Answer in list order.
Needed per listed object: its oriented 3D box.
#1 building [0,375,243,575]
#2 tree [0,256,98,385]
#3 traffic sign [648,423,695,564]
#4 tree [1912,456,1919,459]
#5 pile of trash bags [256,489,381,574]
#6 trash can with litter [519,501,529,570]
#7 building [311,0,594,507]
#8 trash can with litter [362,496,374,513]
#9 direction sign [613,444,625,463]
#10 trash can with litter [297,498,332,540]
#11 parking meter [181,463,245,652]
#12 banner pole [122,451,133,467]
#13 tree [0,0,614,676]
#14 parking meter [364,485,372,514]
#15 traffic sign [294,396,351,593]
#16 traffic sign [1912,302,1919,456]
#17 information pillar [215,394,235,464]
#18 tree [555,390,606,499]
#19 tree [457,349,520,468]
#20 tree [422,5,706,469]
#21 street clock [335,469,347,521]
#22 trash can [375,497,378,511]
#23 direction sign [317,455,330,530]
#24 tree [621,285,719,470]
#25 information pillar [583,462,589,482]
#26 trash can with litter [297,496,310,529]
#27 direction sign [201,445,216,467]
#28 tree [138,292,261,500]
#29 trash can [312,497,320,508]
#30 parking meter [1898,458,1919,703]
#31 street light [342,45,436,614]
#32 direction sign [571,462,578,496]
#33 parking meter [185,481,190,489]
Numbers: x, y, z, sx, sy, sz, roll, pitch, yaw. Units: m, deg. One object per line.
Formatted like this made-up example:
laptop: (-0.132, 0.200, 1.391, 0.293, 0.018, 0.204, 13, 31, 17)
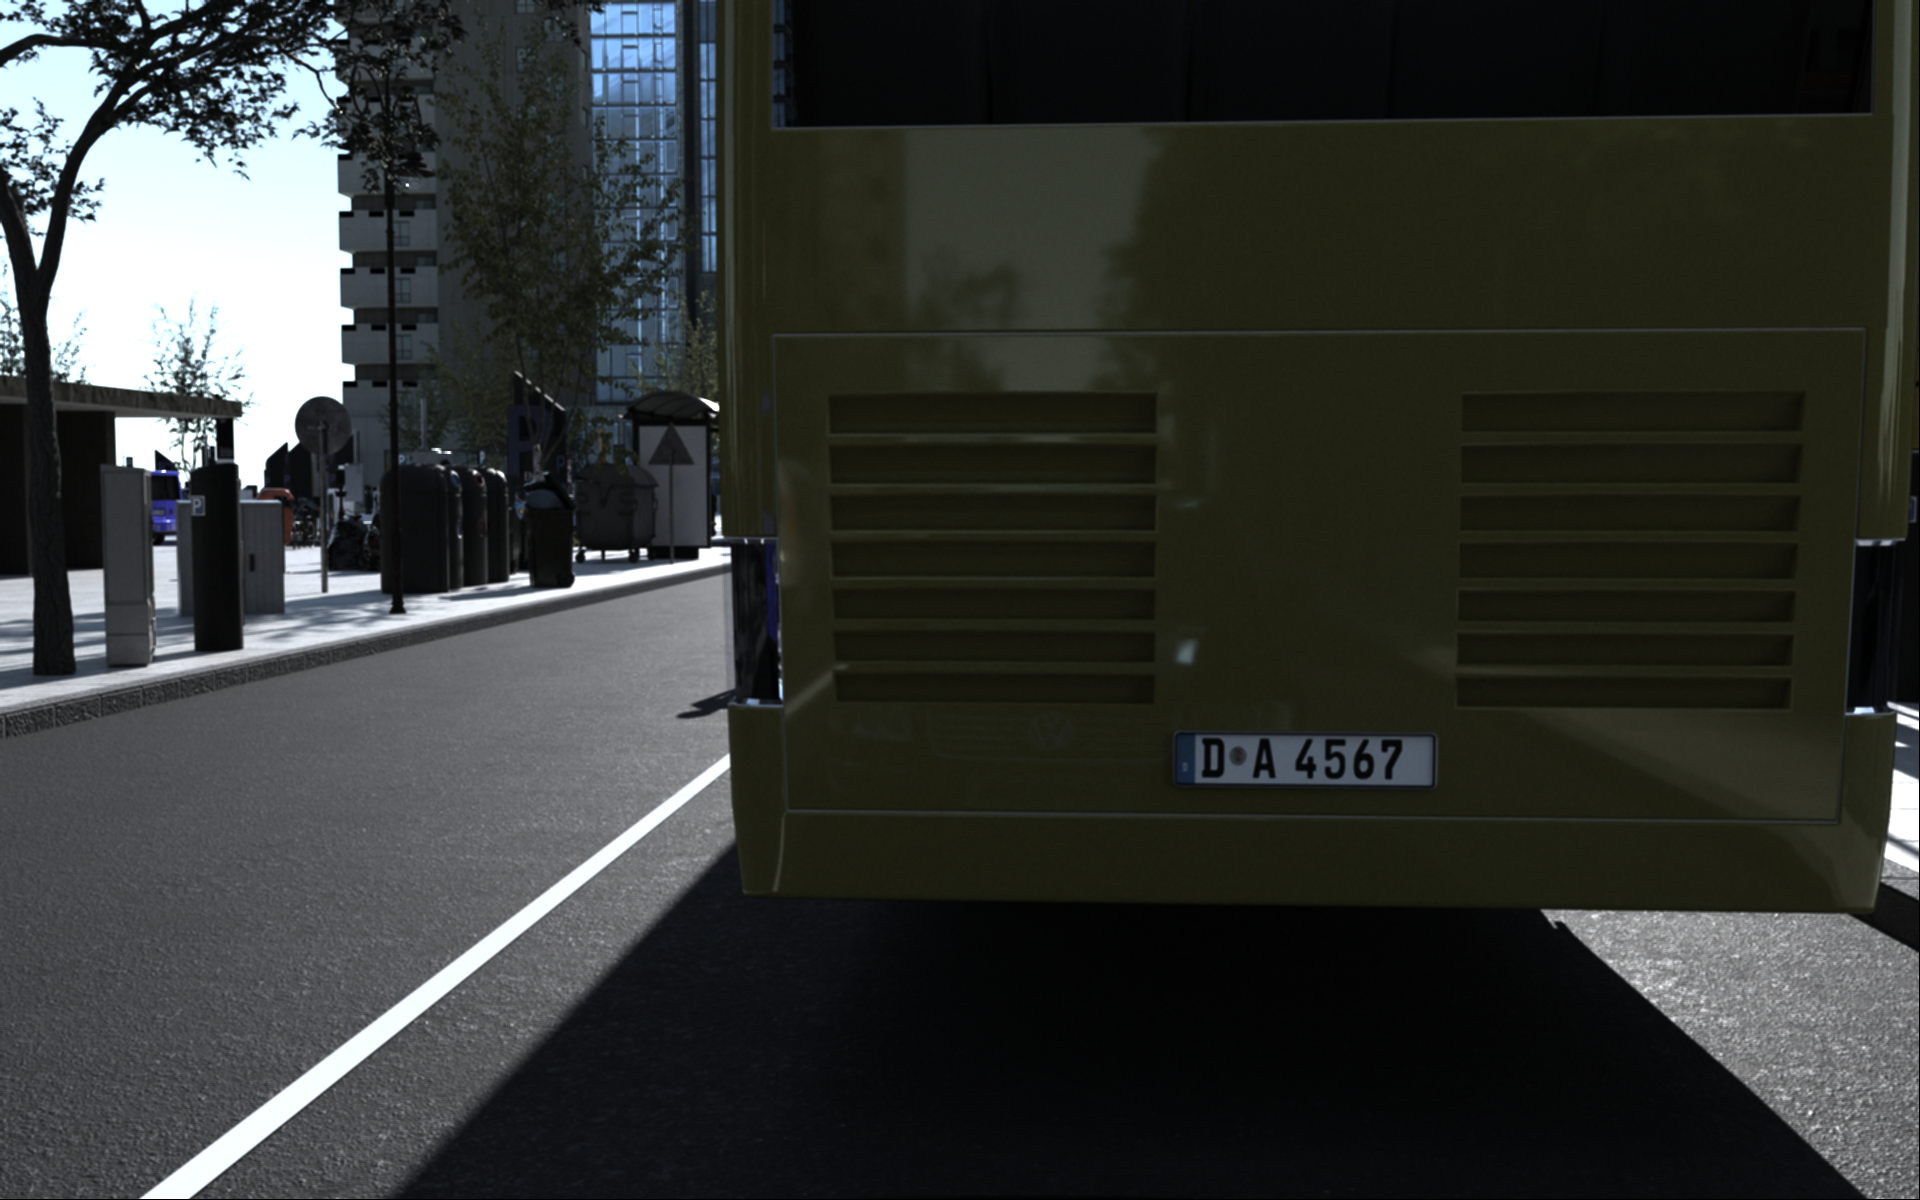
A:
building: (-28.456, -22.428, 21.330, 28.867, 44.769, 22.147, 0, 4, 4)
tree: (-28.576, -6.250, 52.543, 4.360, 8.622, 3.978, 0, 3, 0)
traffic sign: (-5.258, -1.929, 31.546, 0.884, 2.594, 0.081, 1, 4, 11)
tree: (15.902, -2.743, 28.562, 4.285, 4.588, 4.351, 0, 3, 0)
pile of trash bags: (-10.083, -1.183, 29.094, 3.447, 1.369, 1.912, -3, 5, -44)
trash can with litter: (-7.424, -1.084, 29.106, 0.624, 1.170, 1.055, 2, 4, 24)
building: (-48.057, -36.060, 178.819, 27.495, 52.752, 28.713, 0, 4, 4)
trash can with litter: (-39.460, -6.374, 115.271, 2.233, 1.210, 1.678, -2, 4, -33)
direction sign: (-15.540, -5.323, 79.030, 0.876, 3.537, 0.379, 3, 5, 43)
trash can with litter: (-18.017, -2.273, 48.559, 1.055, 1.170, 0.624, 1, 4, 12)
parking meter: (-6.110, -0.356, 14.239, 0.372, 1.533, 0.369, 0, 3, 0)
banner pole: (-48.899, -6.834, 101.745, 0.401, 3.779, 0.863, 2, 4, 31)
tree: (-6.474, -4.769, 12.382, 8.767, 10.594, 7.601, 0, 4, -7)
parking meter: (-37.282, -6.323, 109.095, 0.399, 1.863, 0.255, 2, 4, 32)
traffic sign: (-8.277, -1.369, 22.497, 0.768, 2.556, 0.104, 0, 4, 6)
traffic sign: (6.081, -1.078, 11.495, 2.265, 3.308, 0.079, 0, 4, 5)
information pillar: (-17.272, -3.020, 40.724, 0.183, 3.616, 0.504, 1, 4, 22)
tree: (-26.137, -10.216, 117.393, 4.360, 8.622, 3.978, 0, 3, 0)
tree: (-23.198, -8.326, 86.497, 4.360, 8.622, 3.978, 0, 3, 0)
tree: (-6.350, -4.661, 26.563, 4.737, 8.622, 4.395, 0, 3, 0)
street clock: (-17.938, -2.791, 50.210, 0.358, 2.002, 0.471, -1, 4, -18)
trash can: (-24.503, -3.792, 73.652, 0.748, 1.137, 0.748, 0, 3, 0)
direction sign: (-22.204, -4.185, 60.428, 0.876, 3.537, 0.379, 3, 5, 43)
tree: (-9.291, -6.733, 60.448, 4.360, 8.622, 3.978, 0, 3, 0)
information pillar: (-26.892, -8.153, 124.659, 0.504, 3.616, 0.183, -2, 4, -27)
trash can with litter: (-24.161, -3.162, 62.749, 1.678, 1.210, 2.233, 2, 4, 27)
direction sign: (-35.013, -5.429, 80.767, 0.379, 3.537, 0.876, 1, 4, 17)
tree: (-28.273, -6.943, 63.885, 4.360, 8.622, 3.978, 0, 3, 0)
trash can: (-36.016, -5.253, 97.542, 0.748, 1.137, 0.748, 0, 3, 0)
parking meter: (5.940, -0.143, 10.746, 0.372, 1.533, 0.369, 0, 3, 0)
street light: (-6.060, -2.795, 18.492, 0.468, 5.910, 1.993, 0, 4, 4)
direction sign: (-27.514, -7.990, 122.633, 0.876, 3.537, 0.379, -1, 4, -17)
parking meter: (-35.048, -4.474, 78.863, 0.255, 1.863, 0.399, 3, 5, 44)
